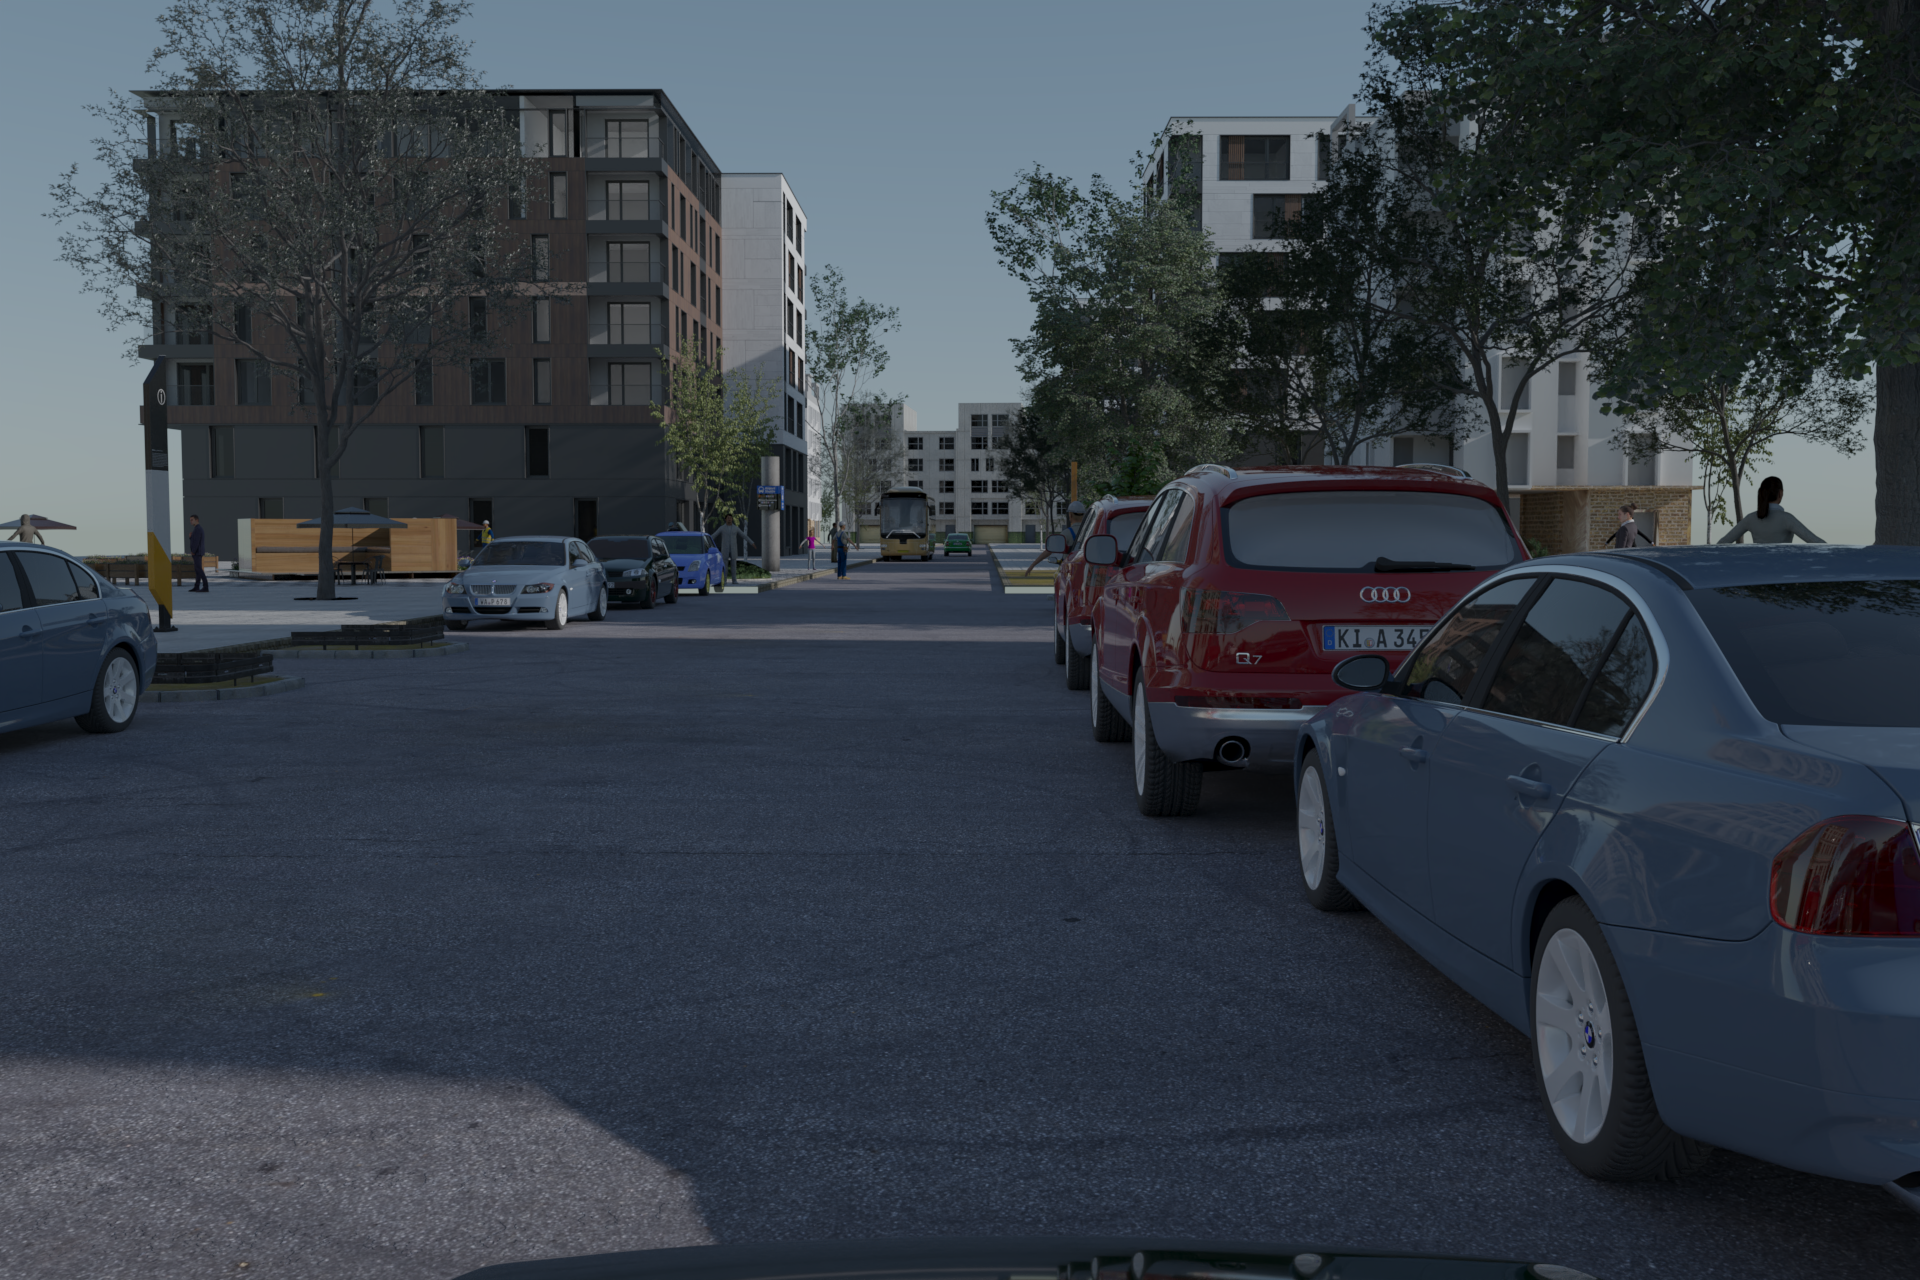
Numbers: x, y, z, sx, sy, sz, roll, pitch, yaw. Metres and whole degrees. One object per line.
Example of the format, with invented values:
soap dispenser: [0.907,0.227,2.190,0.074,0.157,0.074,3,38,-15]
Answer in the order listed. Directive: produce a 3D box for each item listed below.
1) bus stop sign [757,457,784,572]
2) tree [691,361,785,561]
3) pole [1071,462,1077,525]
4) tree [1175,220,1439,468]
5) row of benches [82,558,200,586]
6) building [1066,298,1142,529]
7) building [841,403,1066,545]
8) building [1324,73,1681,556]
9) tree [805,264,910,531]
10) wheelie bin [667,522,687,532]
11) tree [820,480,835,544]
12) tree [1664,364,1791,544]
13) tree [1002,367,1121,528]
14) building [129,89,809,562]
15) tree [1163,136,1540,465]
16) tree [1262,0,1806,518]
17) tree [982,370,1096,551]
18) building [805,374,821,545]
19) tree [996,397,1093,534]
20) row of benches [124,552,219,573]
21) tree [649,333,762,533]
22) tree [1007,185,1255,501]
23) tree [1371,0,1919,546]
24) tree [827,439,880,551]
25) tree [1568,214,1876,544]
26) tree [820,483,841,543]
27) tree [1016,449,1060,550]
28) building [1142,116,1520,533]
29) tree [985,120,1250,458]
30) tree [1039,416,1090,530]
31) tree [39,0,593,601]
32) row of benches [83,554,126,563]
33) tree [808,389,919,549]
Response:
bus stop sign: [-6.466,-4.285,59.083,0.837,3.901,0.837,0,4,0]
tree: [-9.318,-7.564,74.026,4.737,8.622,4.395,0,3,0]
pole: [3.229,-3.382,49.132,0.158,3.312,0.155,0,3,0]
tree: [10.028,-7.110,50.656,8.767,10.594,7.601,2,4,23]
row of benches: [-20.734,-1.714,43.484,4.104,0.672,1.422,2,4,24]
building: [24.046,-19.703,166.116,27.936,21.610,32.646,0,4,1]
building: [0.435,-22.692,239.934,31.486,18.905,16.747,0,4,5]
building: [21.763,-13.528,77.600,16.016,20.090,11.380,0,4,1]
tree: [-9.818,-16.421,124.371,12.611,20.169,13.585,0,3,0]
wheelie bin: [-7.476,-2.340,46.168,0.693,1.594,0.980,0,4,0]
tree: [-18.672,-17.396,234.790,4.737,8.622,4.395,0,3,0]
tree: [25.038,-6.529,57.115,4.737,8.622,4.395,0,3,0]
tree: [5.825,-9.916,96.540,7.601,10.594,8.767,0,4,3]
building: [-24.000,-15.431,96.265,27.936,21.610,32.646,0,4,1]
tree: [9.026,-6.528,41.142,8.767,10.594,7.601,-1,4,-12]
tree: [8.732,-5.680,27.282,8.767,10.594,7.601,1,4,20]
tree: [6.532,-13.462,130.480,12.009,13.543,11.850,0,3,0]
building: [-22.620,-21.336,205.266,16.016,20.090,11.380,0,4,0]
tree: [5.980,-11.088,115.696,7.601,10.594,8.767,1,4,14]
row of benches: [-26.474,-2.615,58.224,4.104,0.672,1.422,2,4,28]
tree: [-9.370,-6.905,63.258,4.737,8.622,4.395,0,3,0]
tree: [6.603,-9.708,65.379,9.857,13.997,8.962,0,3,0]
tree: [8.297,-6.615,14.813,9.857,13.997,8.962,0,3,0]
tree: [-8.756,-11.287,134.899,4.360,8.622,3.978,0,3,0]
tree: [21.547,-6.939,47.871,8.767,10.594,7.601,-1,4,-15]
tree: [-18.374,-17.741,240.432,4.737,8.622,4.395,0,3,0]
tree: [6.911,-11.777,142.922,4.360,8.622,3.978,0,3,0]
building: [24.326,-15.742,101.356,27.936,21.610,32.646,0,4,0]
tree: [7.906,-13.634,78.801,12.611,20.169,13.585,0,3,0]
tree: [7.240,-9.546,106.437,4.360,8.622,3.978,0,3,0]
tree: [-12.177,-7.518,33.284,12.009,13.543,11.850,0,3,0]
row of benches: [-27.496,-2.254,52.310,4.104,0.672,1.422,-1,4,-13]
tree: [-8.439,-14.357,145.105,12.009,13.543,11.850,0,3,0]
